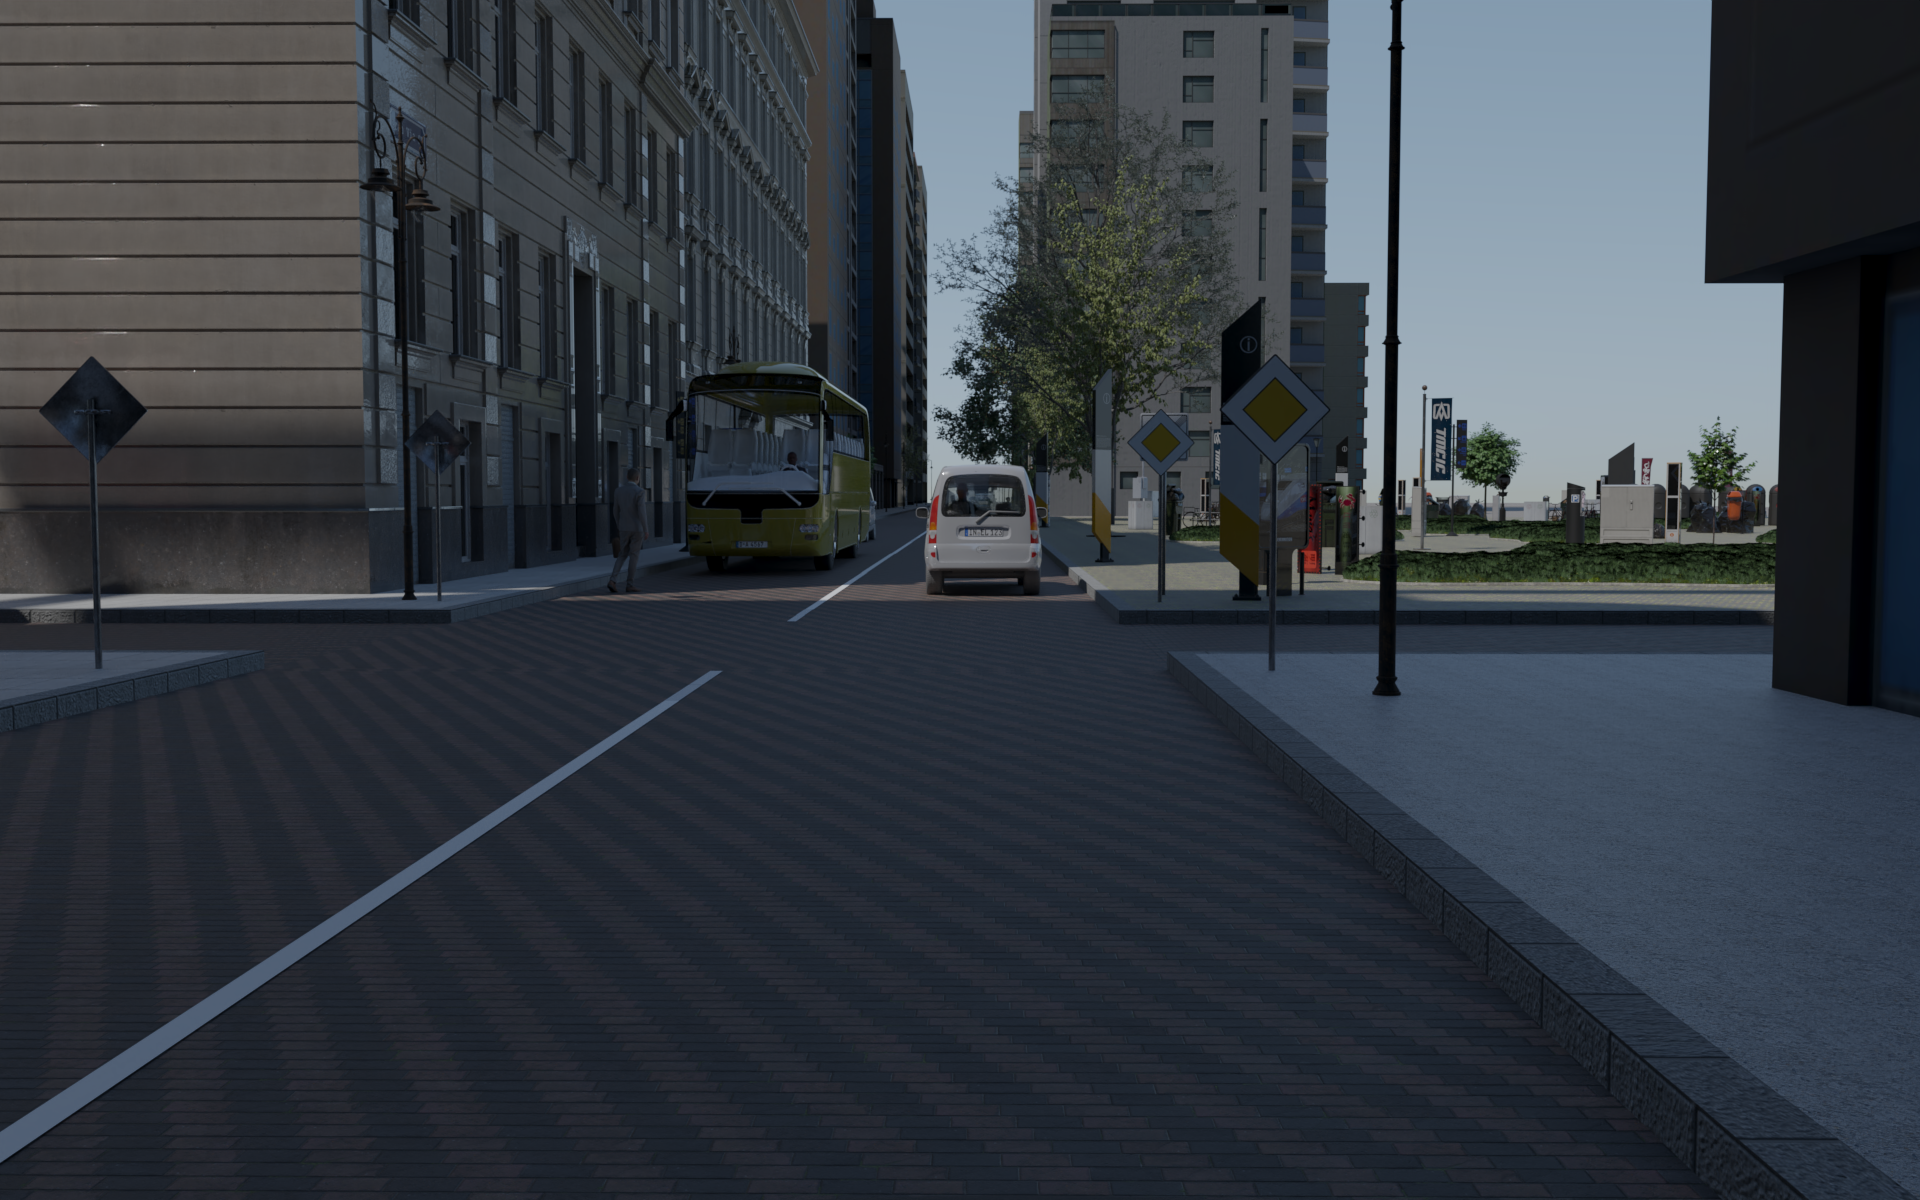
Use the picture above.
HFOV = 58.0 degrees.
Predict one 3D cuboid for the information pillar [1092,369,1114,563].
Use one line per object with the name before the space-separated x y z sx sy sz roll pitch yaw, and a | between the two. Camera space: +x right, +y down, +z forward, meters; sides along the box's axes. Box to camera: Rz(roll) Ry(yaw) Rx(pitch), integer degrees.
information pillar | 2.662 -2.512 32.424 0.183 3.616 0.504 3 5 43

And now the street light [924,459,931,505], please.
street light | -4.097 -14.390 208.064 0.468 5.910 1.993 0 4 1

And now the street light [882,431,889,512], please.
street light | -5.298 -9.269 124.336 0.468 5.910 1.993 0 4 1

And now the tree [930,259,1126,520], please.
tree | 3.696 -10.223 84.158 9.611 12.733 9.660 0 3 0

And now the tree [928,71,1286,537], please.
tree | 4.243 -8.627 51.418 12.009 13.543 11.850 0 3 0

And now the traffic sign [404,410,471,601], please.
traffic sign | -6.222 -1.040 20.653 0.795 2.450 0.064 0 4 1

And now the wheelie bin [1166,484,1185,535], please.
wheelie bin | 6.631 -2.835 54.255 0.693 1.594 0.980 2 4 29

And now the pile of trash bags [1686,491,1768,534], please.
pile of trash bags | 25.157 -2.886 56.936 1.912 1.369 3.447 1 4 12

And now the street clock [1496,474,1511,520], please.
street clock | 19.357 -3.498 61.764 0.471 2.002 0.358 -1 4 -11

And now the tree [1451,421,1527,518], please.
tree | 23.578 -5.725 77.315 4.285 4.588 4.351 0 3 0

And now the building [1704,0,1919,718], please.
building | 11.838 -21.603 3.316 14.600 45.320 14.200 0 4 1

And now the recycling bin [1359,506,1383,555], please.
recycling bin | 8.652 -1.497 37.029 0.722 1.027 0.722 1 4 9

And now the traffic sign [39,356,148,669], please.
traffic sign | -6.328 -0.552 12.669 0.795 2.450 0.064 0 4 1

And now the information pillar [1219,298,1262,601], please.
information pillar | 3.383 -1.802 20.825 0.504 3.616 0.183 0 4 8

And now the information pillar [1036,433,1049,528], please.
information pillar | 3.149 -4.581 66.259 0.504 3.616 0.183 2 4 31

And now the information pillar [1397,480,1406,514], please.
information pillar | 22.763 -5.185 89.263 0.304 2.012 0.304 -3 5 -43

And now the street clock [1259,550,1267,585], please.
street clock | 4.322 -1.213 24.407 0.358 2.002 0.471 -1 4 -18

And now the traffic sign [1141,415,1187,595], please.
traffic sign | 2.582 -1.213 21.955 0.606 2.300 0.079 0 4 7

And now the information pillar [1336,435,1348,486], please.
information pillar | 15.169 -4.734 68.758 0.504 3.616 0.183 -1 4 -9

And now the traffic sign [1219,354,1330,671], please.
traffic sign | 2.266 -0.544 12.535 0.795 2.450 0.064 0 4 1

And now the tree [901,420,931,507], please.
tree | -5.165 -13.604 172.782 4.360 8.622 3.978 0 3 0

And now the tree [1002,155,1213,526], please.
tree | 3.402 -5.408 38.777 4.737 8.622 4.395 0 3 0

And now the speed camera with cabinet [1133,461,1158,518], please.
speed camera with cabinet | 10.195 -6.122 94.435 0.660 3.252 2.038 3 4 39

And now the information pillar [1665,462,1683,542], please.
information pillar | 16.602 -2.189 40.290 0.304 2.012 0.304 2 4 31

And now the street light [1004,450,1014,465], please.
street light | 4.834 -12.173 171.816 0.468 5.910 1.993 0 4 1

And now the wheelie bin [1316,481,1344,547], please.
wheelie bin | 8.942 -2.071 41.773 0.980 1.594 0.693 1 4 12

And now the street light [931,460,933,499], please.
street light | -3.861 -16.069 235.520 0.468 5.910 1.993 0 4 1

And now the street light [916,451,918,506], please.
street light | -4.508 -12.716 180.695 0.468 5.910 1.993 0 4 1

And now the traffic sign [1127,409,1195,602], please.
traffic sign | 2.371 -1.032 20.520 0.795 2.450 0.064 0 4 1

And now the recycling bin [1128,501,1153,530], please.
recycling bin | 6.527 -3.059 62.565 0.722 1.027 0.722 -1 4 -15

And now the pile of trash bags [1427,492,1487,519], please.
pile of trash bags | 23.112 -4.403 81.749 3.447 1.369 1.912 -2 4 -26

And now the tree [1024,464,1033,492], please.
tree | 3.985 -6.930 107.900 1.663 3.219 1.824 0 3 0

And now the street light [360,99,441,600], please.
street light | -6.679 -2.938 20.830 0.468 5.910 1.993 0 4 1

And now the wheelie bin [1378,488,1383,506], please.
wheelie bin | 23.469 -5.337 95.161 0.980 1.594 0.693 -1 4 -21

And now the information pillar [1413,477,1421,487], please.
information pillar | 20.148 -4.401 76.449 0.304 2.012 0.304 2 4 25

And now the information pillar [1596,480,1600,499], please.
information pillar | 32.981 -5.185 89.261 0.304 2.012 0.304 -2 4 -33

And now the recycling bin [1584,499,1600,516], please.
recycling bin | 30.186 -4.280 82.525 0.722 1.027 0.722 0 4 5

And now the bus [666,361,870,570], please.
bus | -3.522 -2.708 35.818 2.896 3.916 12.252 0 4 1

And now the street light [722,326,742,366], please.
street light | -6.213 -4.587 47.784 0.468 5.910 1.993 0 4 1

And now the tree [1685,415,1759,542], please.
tree | 18.564 -2.914 42.245 1.663 3.219 1.824 0 3 0

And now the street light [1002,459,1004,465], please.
street light | 5.149 -13.918 200.349 0.468 5.910 1.993 0 4 1

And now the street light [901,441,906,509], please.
street light | -4.927 -10.940 151.652 0.468 5.910 1.993 0 4 1

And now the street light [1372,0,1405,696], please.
street light | 2.728 -2.331 10.899 0.468 5.910 1.993 0 4 1

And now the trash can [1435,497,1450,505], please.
trash can | 23.467 -4.438 84.208 0.748 1.137 0.748 0 3 0

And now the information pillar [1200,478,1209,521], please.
information pillar | 11.478 -4.687 81.124 0.304 2.012 0.304 -3 5 -42

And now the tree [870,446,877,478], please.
tree | -6.048 -6.700 93.261 4.285 4.588 4.351 0 3 0

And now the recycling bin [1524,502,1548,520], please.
recycling bin | 19.417 -2.804 58.396 0.722 1.027 0.722 2 4 24
